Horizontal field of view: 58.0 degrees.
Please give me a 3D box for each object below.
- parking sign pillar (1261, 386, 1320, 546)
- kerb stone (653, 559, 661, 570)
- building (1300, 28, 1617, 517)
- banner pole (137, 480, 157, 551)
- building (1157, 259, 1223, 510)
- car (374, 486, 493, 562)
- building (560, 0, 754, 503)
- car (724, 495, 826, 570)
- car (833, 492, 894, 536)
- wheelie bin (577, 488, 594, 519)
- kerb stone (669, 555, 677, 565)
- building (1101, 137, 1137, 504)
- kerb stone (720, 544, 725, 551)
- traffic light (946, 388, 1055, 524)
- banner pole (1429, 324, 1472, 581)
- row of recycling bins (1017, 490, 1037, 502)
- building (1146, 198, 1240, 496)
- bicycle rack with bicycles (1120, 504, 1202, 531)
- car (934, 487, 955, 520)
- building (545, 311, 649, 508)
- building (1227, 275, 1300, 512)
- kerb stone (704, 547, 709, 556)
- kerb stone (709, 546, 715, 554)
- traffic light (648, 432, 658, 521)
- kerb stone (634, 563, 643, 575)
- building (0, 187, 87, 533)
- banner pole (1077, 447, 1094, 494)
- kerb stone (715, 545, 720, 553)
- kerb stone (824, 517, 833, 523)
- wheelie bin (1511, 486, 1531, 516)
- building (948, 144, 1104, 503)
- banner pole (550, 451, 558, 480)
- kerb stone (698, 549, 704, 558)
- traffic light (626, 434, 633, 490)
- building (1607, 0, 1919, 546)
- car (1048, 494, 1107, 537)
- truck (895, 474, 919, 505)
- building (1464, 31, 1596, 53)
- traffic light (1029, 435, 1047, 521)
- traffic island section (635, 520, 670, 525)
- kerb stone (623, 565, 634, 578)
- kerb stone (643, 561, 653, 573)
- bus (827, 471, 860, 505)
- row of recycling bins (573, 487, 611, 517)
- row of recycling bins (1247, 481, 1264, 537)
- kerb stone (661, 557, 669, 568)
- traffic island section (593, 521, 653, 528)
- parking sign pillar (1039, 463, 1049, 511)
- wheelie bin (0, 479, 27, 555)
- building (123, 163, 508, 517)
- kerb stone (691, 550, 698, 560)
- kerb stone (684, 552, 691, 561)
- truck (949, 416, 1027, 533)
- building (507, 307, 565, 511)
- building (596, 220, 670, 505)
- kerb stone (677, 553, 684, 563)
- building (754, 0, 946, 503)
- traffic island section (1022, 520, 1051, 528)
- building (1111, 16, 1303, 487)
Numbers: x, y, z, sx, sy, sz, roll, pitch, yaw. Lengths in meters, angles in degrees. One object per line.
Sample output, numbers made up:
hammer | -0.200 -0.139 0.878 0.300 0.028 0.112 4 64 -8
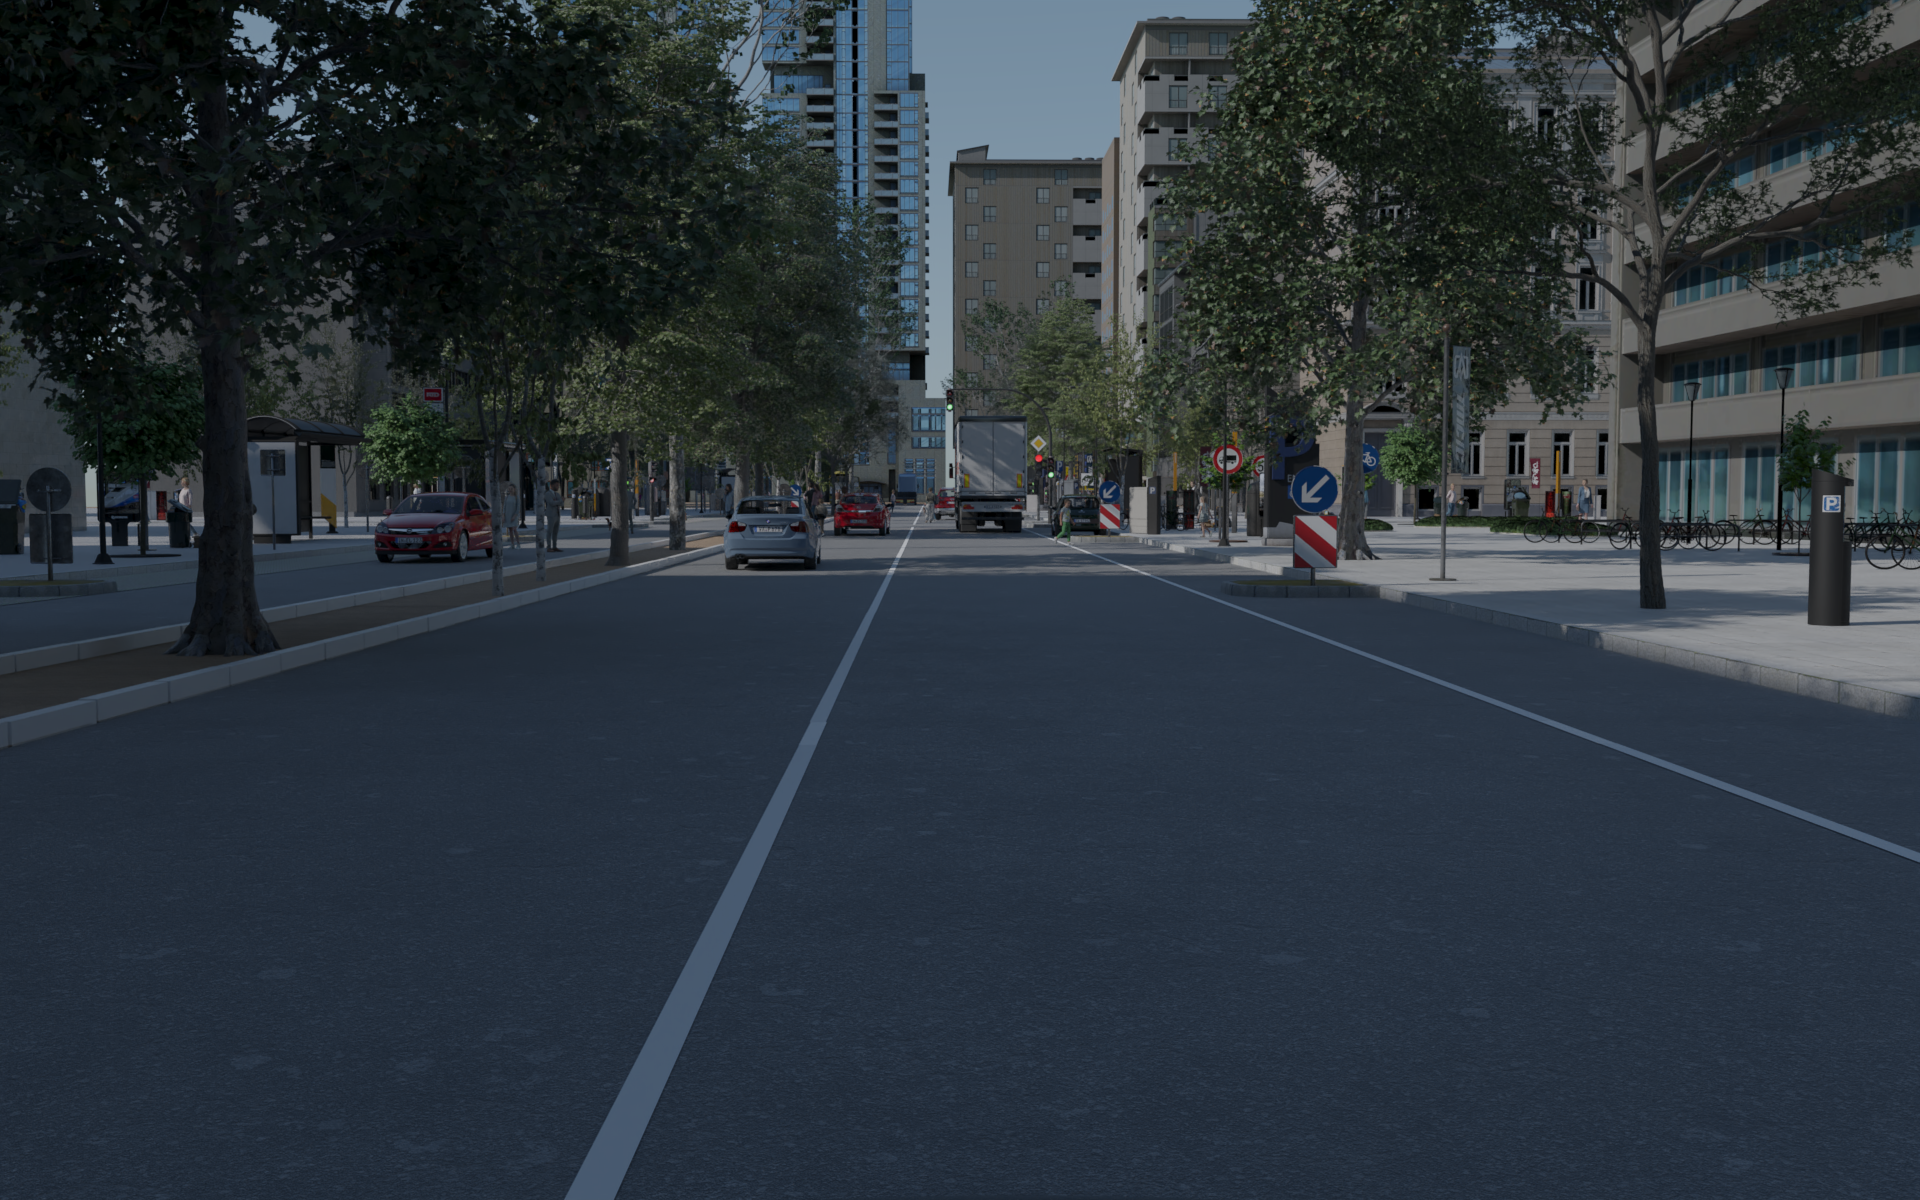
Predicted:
parking sign pillar | 8.240 -3.336 43.021 1.447 3.967 1.447 -1 4 -9
kerb stone | -5.855 -0.652 32.857 0.120 0.150 1.000 0 4 -1
building | 31.179 -19.367 102.557 20.117 28.700 13.634 0 4 -1
banner pole | -18.470 -3.022 39.425 0.401 3.779 0.863 0 4 -5
building | 25.264 -19.828 143.248 14.314 24.678 30.058 0 4 -1
car | -11.338 -1.755 37.739 2.155 1.783 4.494 0 4 0
building | -48.783 -58.186 264.006 31.000 86.520 22.319 0 4 -1
car | -3.652 -1.353 34.131 2.014 1.417 4.499 0 4 -3
car | -3.410 -3.166 60.802 2.155 1.783 4.494 0 4 1
wheelie bin | -19.090 -4.926 88.443 0.693 1.594 0.980 1 4 13
kerb stone | -5.891 -0.776 34.921 0.120 0.150 1.000 0 4 -1
building | 24.954 -34.410 212.722 14.600 45.320 14.200 0 4 -1
kerb stone | -6.044 -1.280 43.129 0.120 0.150 1.000 0 4 -1
traffic light | 1.778 -6.104 74.474 4.771 5.953 1.251 0 4 -1
banner pole | 7.339 -2.185 25.735 0.863 3.779 0.401 -3 5 -40
row of recycling bins | 5.504 -9.036 154.851 3.534 1.692 1.069 3 4 38
building | 25.233 -24.423 171.024 14.160 30.474 14.107 0 4 -1
bicycle rack with bicycles | 7.256 -2.913 61.008 2.852 0.926 2.925 -2 4 -26
car | -0.387 -5.406 97.053 2.281 1.827 5.304 0 4 1
building | -46.826 -19.978 171.678 27.650 21.520 28.899 0 4 -1
building | 24.423 -16.518 119.219 9.793 20.994 18.267 0 4 -1
kerb stone | -5.986 -1.091 40.049 0.120 0.150 1.000 0 4 -1
kerb stone | -6.003 -1.150 41.071 0.120 0.150 1.000 0 4 -1
traffic light | -12.544 -6.587 82.364 4.771 5.953 1.251 0 4 -1
kerb stone | -5.822 -0.527 30.813 0.120 0.150 1.000 0 4 -1
building | -38.826 -12.222 54.577 16.860 20.320 10.420 0 4 -1
banner pole | 6.907 -6.348 93.800 0.863 3.779 0.401 0 4 3
kerb stone | -6.019 -1.218 42.107 0.120 0.150 1.000 0 4 -1
kerb stone | -6.893 -4.194 90.771 0.120 0.150 1.000 0 4 -1
wheelie bin | 23.310 -3.921 72.009 0.693 1.594 0.980 0 3 0
building | 11.990 -41.587 269.186 27.495 52.752 28.713 0 4 -1
banner pole | -21.629 -6.250 92.211 0.401 3.779 0.863 -3 5 -45
kerb stone | -5.963 -1.029 39.027 0.120 0.150 1.000 0 4 -1
traffic light | -14.490 -5.222 74.308 0.839 4.253 0.868 0 4 -1
building | 33.122 -25.948 47.945 21.300 48.544 21.600 0 4 -1
car | 3.998 -2.981 58.531 2.009 1.686 4.222 0 4 1
truck | -6.884 -14.273 223.128 2.967 4.110 18.799 0 4 -1
building | 57.741 -37.699 205.622 27.495 52.752 28.713 0 4 -1
traffic light | 3.724 -5.732 82.636 0.839 4.253 0.868 0 4 -1
traffic island section | -14.674 -3.679 82.426 2.009 0.180 2.903 0 4 -1
kerb stone | -5.796 -0.464 29.786 0.120 0.150 1.000 0 4 -1
kerb stone | -5.839 -0.590 31.835 0.120 0.150 1.000 0 4 -1
bus | -12.526 -12.026 188.168 2.896 3.916 12.252 0 4 0
row of recycling bins | -20.677 -5.593 98.560 1.069 1.692 3.534 2 4 28
row of recycling bins | 9.490 -2.859 53.860 1.069 1.692 3.534 1 4 13
kerb stone | -5.874 -0.710 33.894 0.120 0.150 1.000 0 4 -1
traffic island section | -14.530 -3.190 74.442 2.009 0.180 2.903 0 4 -1
parking sign pillar | 6.507 -8.891 133.847 1.447 3.967 1.447 2 4 30
wheelie bin | -20.302 -1.767 36.797 0.980 1.594 0.693 -1 4 -12
building | -39.473 -17.847 110.865 14.314 24.678 30.058 0 4 -1
kerb stone | -5.940 -0.961 38.003 0.120 0.150 1.000 0 4 -1
kerb stone | -5.930 -0.903 36.981 0.120 0.150 1.000 0 4 -1
truck | 1.057 -4.813 67.604 2.839 4.237 11.283 0 4 -1
building | -39.733 -16.357 134.884 16.820 18.784 16.811 0 4 -1
building | -47.549 -33.769 206.755 28.867 44.769 22.147 0 4 -1
kerb stone | -5.905 -0.841 35.944 0.120 0.150 1.000 0 4 -1
building | -17.775 -58.176 263.843 31.000 86.520 22.319 0 4 -1
traffic island section | 3.765 -3.698 82.751 2.009 0.180 2.903 0 4 -1
building | 32.349 -36.824 191.315 28.713 52.752 27.495 0 4 -1
